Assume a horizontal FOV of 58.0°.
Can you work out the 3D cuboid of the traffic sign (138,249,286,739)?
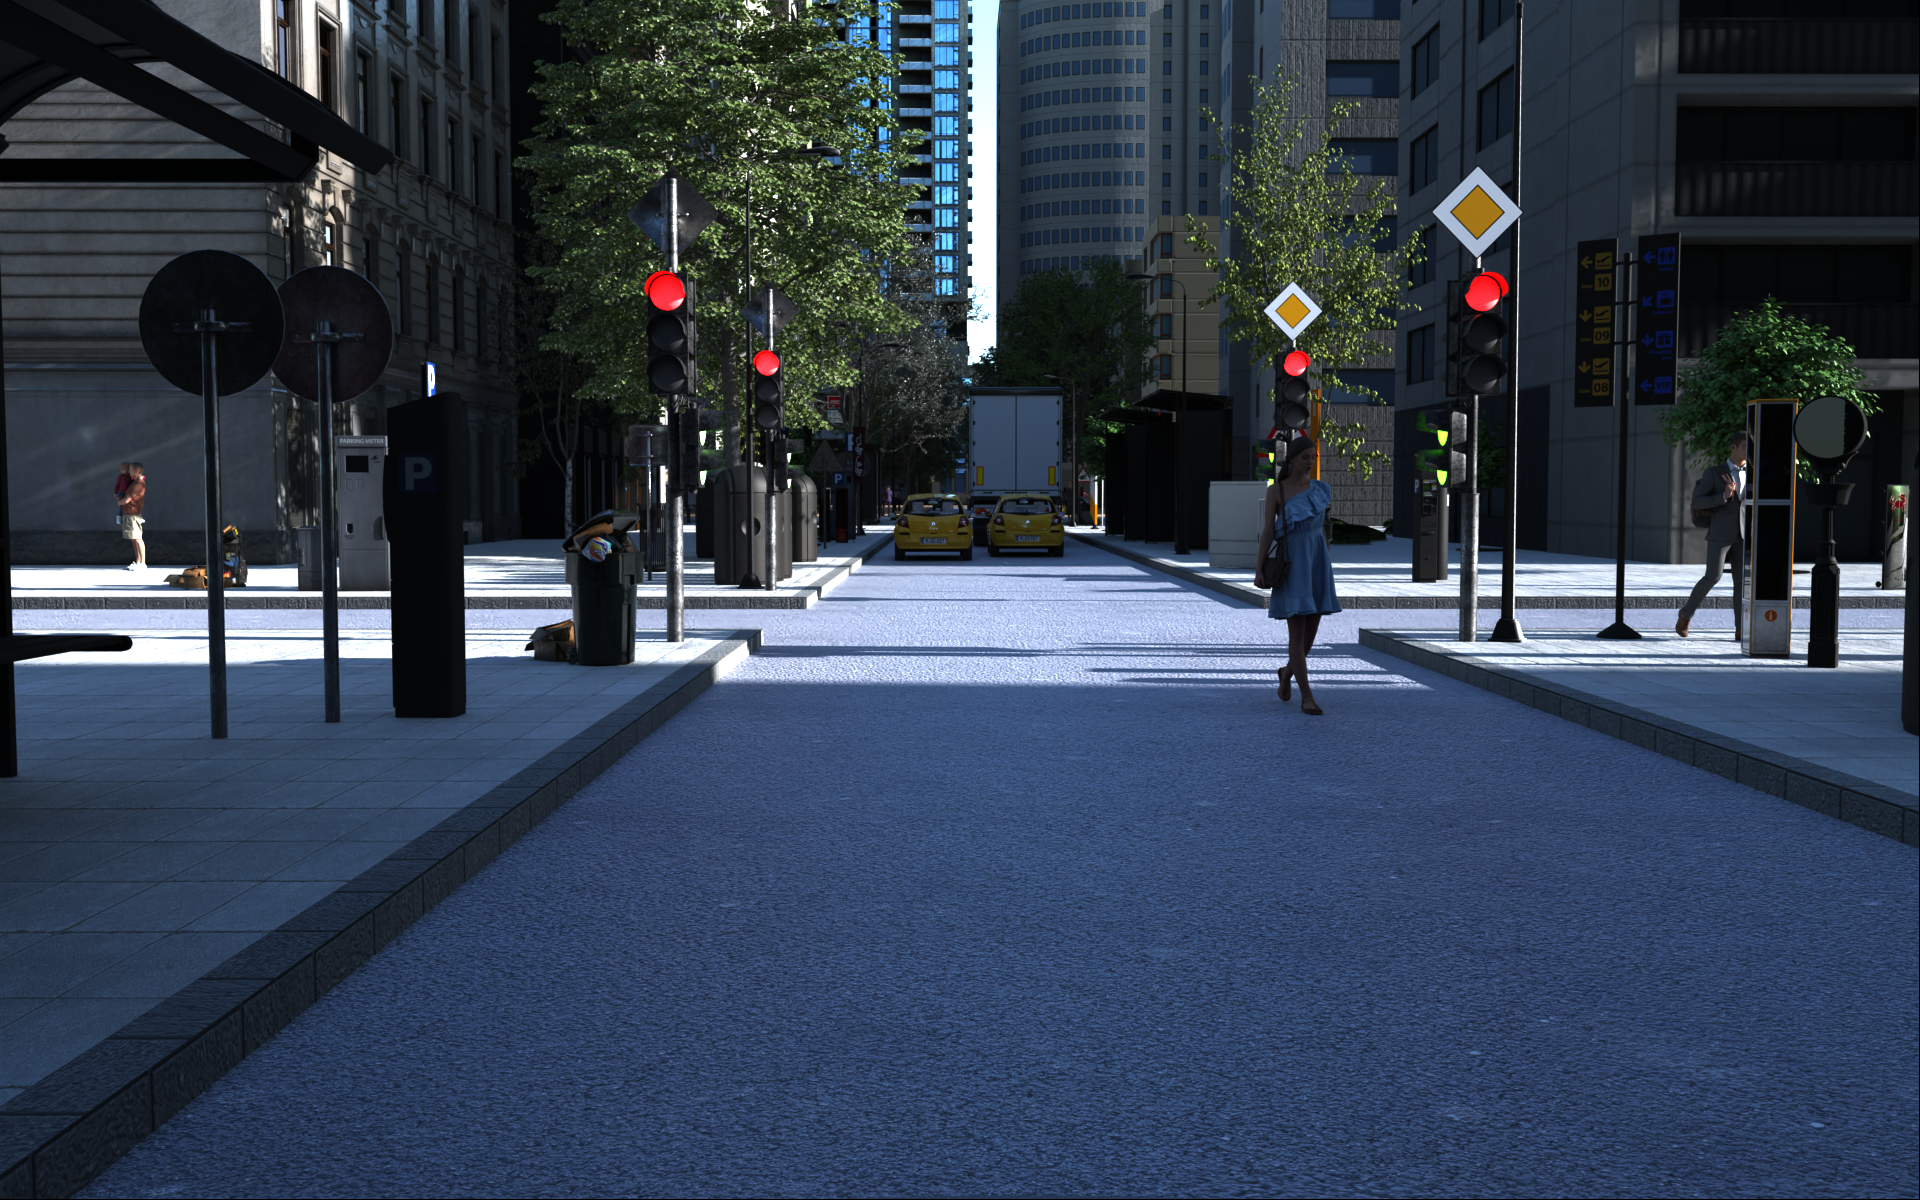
[{"bbox_3d":[-3.900,-0.547,9.043,0.768,2.556,0.104,0,4,1],"label":"traffic sign"}]

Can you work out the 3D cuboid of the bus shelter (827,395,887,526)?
[{"bbox_3d":[-4.330,-5.832,72.986,2.179,5.291,8.768,0,4,0],"label":"bus shelter"}]

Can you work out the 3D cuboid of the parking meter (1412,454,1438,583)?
[{"bbox_3d":[6.744,-1.186,25.104,0.255,1.863,0.399,0,4,-4],"label":"parking meter"}]

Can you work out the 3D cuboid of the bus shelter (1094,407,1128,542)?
[{"bbox_3d":[4.938,-3.576,49.748,1.731,3.624,6.357,0,4,0],"label":"bus shelter"}]

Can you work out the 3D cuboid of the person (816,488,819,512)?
[{"bbox_3d":[-10.301,-7.151,123.750,1.217,1.735,0.721,3,4,37],"label":"person"}]

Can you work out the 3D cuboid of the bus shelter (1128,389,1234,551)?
[{"bbox_3d":[5.314,-3.090,41.798,1.731,3.624,6.357,0,4,0],"label":"bus shelter"}]

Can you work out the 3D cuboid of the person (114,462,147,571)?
[{"bbox_3d":[-13.940,-1.416,29.177,0.580,1.828,0.573,1,4,10],"label":"person"}]

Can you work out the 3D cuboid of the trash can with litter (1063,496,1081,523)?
[{"bbox_3d":[5.228,-4.037,77.055,1.678,1.210,2.233,0,4,5],"label":"trash can with litter"}]

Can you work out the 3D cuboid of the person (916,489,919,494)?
[{"bbox_3d":[-3.712,-8.747,149.840,1.217,1.735,0.721,-3,4,-36],"label":"person"}]

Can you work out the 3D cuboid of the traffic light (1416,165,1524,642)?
[{"bbox_3d":[4.408,-1.594,14.984,0.839,4.253,0.868,0,4,0],"label":"traffic light"}]

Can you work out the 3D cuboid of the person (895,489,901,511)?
[{"bbox_3d":[-4.854,-7.679,132.538,0.756,1.711,0.436,2,4,33],"label":"person"}]

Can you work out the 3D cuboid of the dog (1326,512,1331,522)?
[{"bbox_3d":[11.510,-2.461,54.619,0.513,0.831,0.800,2,4,35],"label":"dog"}]

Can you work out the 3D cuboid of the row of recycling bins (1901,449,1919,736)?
[{"bbox_3d":[6.316,-0.191,10.242,1.069,1.692,3.534,3,4,36],"label":"row of recycling bins"}]

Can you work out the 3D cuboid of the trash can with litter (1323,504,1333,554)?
[{"bbox_3d":[5.077,-0.879,25.752,0.624,1.170,1.055,-1,4,-22],"label":"trash can with litter"}]

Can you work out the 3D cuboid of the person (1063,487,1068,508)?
[{"bbox_3d":[6.910,-6.516,113.305,1.217,1.735,0.721,2,4,28],"label":"person"}]

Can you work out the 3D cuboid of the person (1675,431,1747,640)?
[{"bbox_3d":[6.772,-0.566,15.254,0.622,1.834,0.822,-1,4,-18],"label":"person"}]

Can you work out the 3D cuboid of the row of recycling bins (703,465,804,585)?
[{"bbox_3d":[-3.055,-1.158,26.047,1.069,1.692,3.534,0,4,-1],"label":"row of recycling bins"}]

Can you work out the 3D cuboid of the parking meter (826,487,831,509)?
[{"bbox_3d":[-5.041,-3.471,65.162,0.372,1.533,0.369,0,3,0],"label":"parking meter"}]

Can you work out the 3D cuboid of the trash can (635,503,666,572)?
[{"bbox_3d":[-4.979,-1.034,28.560,0.748,1.137,0.748,0,3,0],"label":"trash can"}]

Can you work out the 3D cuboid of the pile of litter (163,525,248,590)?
[{"bbox_3d":[-10.427,-0.612,23.965,1.176,0.858,1.719,0,4,-4],"label":"pile of litter"}]

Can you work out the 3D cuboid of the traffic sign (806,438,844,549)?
[{"bbox_3d":[-3.156,-2.473,40.441,0.884,2.594,0.081,0,3,0],"label":"traffic sign"}]

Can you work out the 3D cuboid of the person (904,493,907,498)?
[{"bbox_3d":[-4.155,-8.453,144.255,1.348,1.822,0.705,-3,4,-38],"label":"person"}]

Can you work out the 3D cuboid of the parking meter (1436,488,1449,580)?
[{"bbox_3d":[7.126,-1.073,25.949,0.372,1.533,0.369,0,3,0],"label":"parking meter"}]

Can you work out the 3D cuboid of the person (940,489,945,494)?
[{"bbox_3d":[-1.413,-8.206,142.749,1.350,1.814,0.705,0,4,-5],"label":"person"}]

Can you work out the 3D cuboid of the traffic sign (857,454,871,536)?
[{"bbox_3d":[-3.077,-3.194,52.324,0.768,2.556,0.104,0,4,8],"label":"traffic sign"}]

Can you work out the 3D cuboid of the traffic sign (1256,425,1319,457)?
[{"bbox_3d":[4.718,-1.530,25.012,0.884,2.594,0.081,0,4,4],"label":"traffic sign"}]

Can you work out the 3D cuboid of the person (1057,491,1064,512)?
[{"bbox_3d":[6.236,-6.315,109.742,0.683,1.767,0.568,-2,4,-32],"label":"person"}]

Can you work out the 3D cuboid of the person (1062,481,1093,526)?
[{"bbox_3d":[4.792,-3.949,70.820,0.699,1.804,1.509,-2,4,-33],"label":"person"}]

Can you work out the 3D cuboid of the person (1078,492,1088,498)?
[{"bbox_3d":[12.274,-10.141,172.537,1.217,1.739,0.721,0,4,3],"label":"person"}]

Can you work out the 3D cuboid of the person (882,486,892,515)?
[{"bbox_3d":[-4.425,-5.956,103.873,0.683,1.767,0.568,-2,4,-32],"label":"person"}]

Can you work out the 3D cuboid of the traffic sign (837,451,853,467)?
[{"bbox_3d":[-3.285,-3.103,50.847,0.768,2.556,0.104,1,4,9],"label":"traffic sign"}]

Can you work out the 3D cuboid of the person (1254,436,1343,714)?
[{"bbox_3d":[2.215,-0.179,11.527,0.616,1.811,0.778,-1,4,-11],"label":"person"}]

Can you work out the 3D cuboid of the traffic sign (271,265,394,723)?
[{"bbox_3d":[-3.532,-0.585,9.675,0.768,2.556,0.104,0,4,6],"label":"traffic sign"}]

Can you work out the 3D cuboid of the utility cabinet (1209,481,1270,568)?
[{"bbox_3d":[4.882,-1.295,29.859,1.173,1.500,0.318,3,5,43],"label":"utility cabinet"}]

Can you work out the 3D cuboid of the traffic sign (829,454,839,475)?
[{"bbox_3d":[-3.788,-3.327,54.501,0.768,2.556,0.104,0,4,5],"label":"traffic sign"}]

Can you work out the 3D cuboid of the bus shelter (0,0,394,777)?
[{"bbox_3d":[-3.620,-0.697,5.323,2.014,3.302,5.546,0,4,0],"label":"bus shelter"}]

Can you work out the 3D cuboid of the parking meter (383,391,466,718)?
[{"bbox_3d":[-3.089,-0.262,9.994,0.399,1.863,0.255,0,4,3],"label":"parking meter"}]

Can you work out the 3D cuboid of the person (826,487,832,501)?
[{"bbox_3d":[-8.920,-6.642,115.198,0.990,1.755,0.434,0,4,-3],"label":"person"}]

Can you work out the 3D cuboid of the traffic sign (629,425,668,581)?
[{"bbox_3d":[-4.592,-1.434,25.579,0.606,2.300,0.079,1,4,8],"label":"traffic sign"}]

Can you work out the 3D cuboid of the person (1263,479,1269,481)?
[{"bbox_3d":[6.296,-1.811,35.828,0.592,1.802,0.473,-3,4,-38],"label":"person"}]

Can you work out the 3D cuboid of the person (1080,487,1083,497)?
[{"bbox_3d":[9.315,-7.712,132.074,0.705,1.831,1.348,1,4,12],"label":"person"}]

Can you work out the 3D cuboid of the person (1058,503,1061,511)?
[{"bbox_3d":[7.430,-7.513,128.811,1.348,1.831,0.705,1,4,14],"label":"person"}]

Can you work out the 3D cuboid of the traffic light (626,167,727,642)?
[{"bbox_3d":[-2.453,-1.591,14.931,0.839,4.253,0.868,0,4,0],"label":"traffic light"}]

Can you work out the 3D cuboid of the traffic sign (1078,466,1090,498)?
[{"bbox_3d":[5.638,-4.849,79.277,0.884,2.594,0.081,0,4,3],"label":"traffic sign"}]

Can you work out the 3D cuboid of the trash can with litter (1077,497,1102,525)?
[{"bbox_3d":[5.401,-3.713,72.089,1.055,1.170,0.624,2,4,30],"label":"trash can with litter"}]

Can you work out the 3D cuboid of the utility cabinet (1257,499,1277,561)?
[{"bbox_3d":[5.085,-1.075,28.735,0.306,1.237,1.020,0,4,8],"label":"utility cabinet"}]

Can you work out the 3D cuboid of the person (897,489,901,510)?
[{"bbox_3d":[-5.039,-8.214,141.131,0.721,1.735,1.217,0,4,4],"label":"person"}]

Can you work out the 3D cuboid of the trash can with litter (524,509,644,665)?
[{"bbox_3d":[-2.905,-0.109,13.164,1.055,1.170,0.624,2,4,35],"label":"trash can with litter"}]

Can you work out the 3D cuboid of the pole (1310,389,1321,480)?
[{"bbox_3d":[6.932,-2.446,33.843,0.158,3.312,0.155,0,3,0],"label":"pole"}]

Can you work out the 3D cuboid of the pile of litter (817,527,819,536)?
[{"bbox_3d":[-4.667,-2.367,52.663,1.176,0.858,1.719,3,5,39],"label":"pile of litter"}]

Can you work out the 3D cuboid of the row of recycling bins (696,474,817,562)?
[{"bbox_3d":[-4.026,-1.637,33.883,1.069,1.692,3.534,-3,5,-41],"label":"row of recycling bins"}]

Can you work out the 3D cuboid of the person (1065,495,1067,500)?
[{"bbox_3d":[7.175,-6.395,111.385,1.217,1.735,0.721,-3,5,-43],"label":"person"}]
